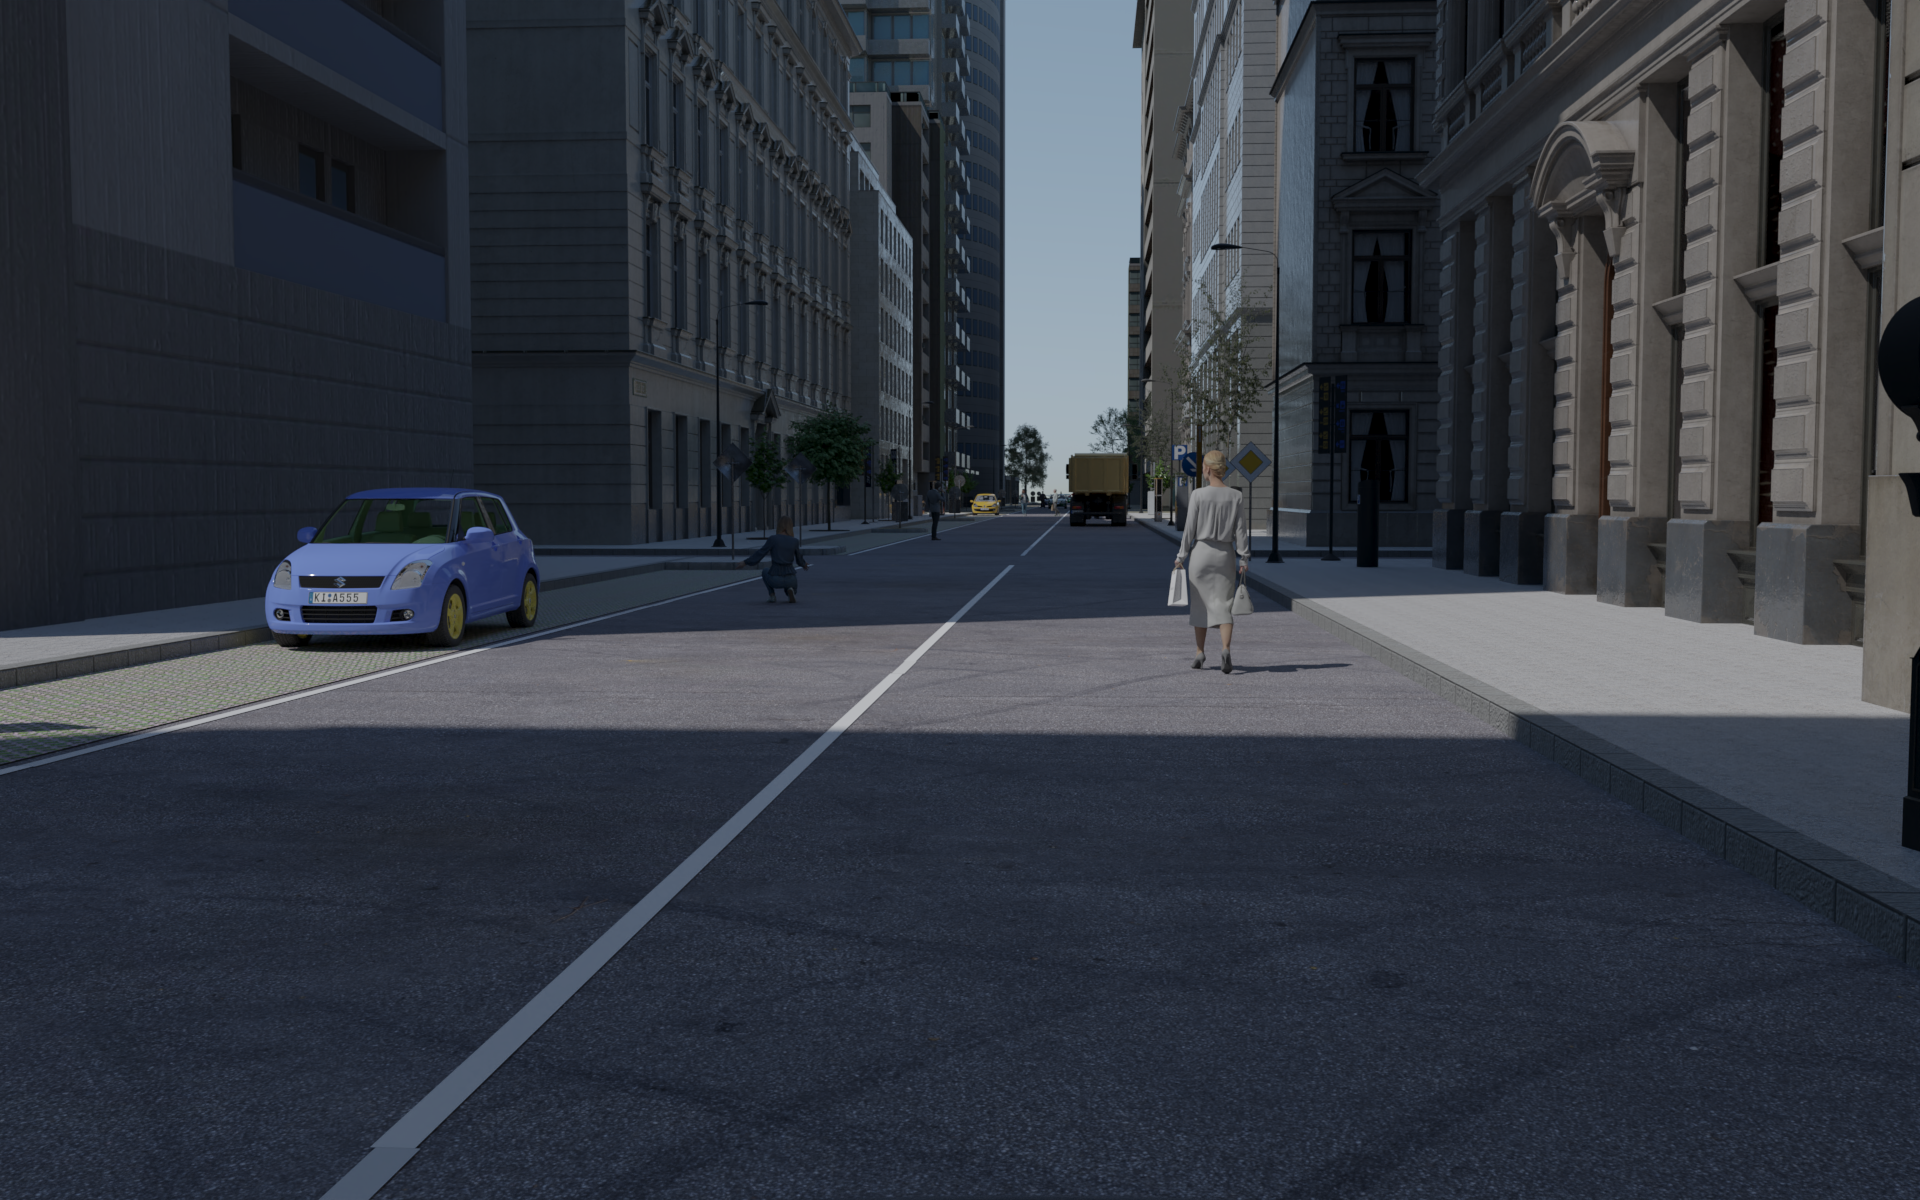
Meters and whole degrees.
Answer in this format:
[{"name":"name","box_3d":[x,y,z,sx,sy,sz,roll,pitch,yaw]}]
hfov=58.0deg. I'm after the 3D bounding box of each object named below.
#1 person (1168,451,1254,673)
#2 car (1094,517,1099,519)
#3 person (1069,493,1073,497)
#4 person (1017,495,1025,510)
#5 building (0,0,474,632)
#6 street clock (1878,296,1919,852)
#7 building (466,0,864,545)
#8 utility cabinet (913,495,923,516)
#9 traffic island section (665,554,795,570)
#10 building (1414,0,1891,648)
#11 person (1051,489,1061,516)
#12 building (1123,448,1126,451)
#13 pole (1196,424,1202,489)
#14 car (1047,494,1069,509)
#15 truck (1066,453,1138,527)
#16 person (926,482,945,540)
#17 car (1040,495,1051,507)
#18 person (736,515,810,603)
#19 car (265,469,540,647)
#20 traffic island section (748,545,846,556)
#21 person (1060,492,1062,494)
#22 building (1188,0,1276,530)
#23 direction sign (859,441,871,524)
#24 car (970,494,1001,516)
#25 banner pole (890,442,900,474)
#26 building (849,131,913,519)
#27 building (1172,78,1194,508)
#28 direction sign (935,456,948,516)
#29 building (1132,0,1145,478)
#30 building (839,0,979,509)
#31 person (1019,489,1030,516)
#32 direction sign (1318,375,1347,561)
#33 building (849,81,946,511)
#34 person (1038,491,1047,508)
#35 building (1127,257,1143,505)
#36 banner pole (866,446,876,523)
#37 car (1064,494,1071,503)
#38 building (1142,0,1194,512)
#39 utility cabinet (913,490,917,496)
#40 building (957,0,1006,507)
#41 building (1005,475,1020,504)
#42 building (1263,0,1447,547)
[{"name":"person","box_3d":[2.014,-0.311,13.933,0.694,1.780,0.624,1,4,11]},{"name":"car","box_3d":[8.693,-5.547,100.917,2.015,1.641,3.980,0,4,2]},{"name":"person","box_3d":[13.377,-11.964,204.066,1.348,1.831,0.705,1,4,22]},{"name":"person","box_3d":[5.680,-9.023,156.731,1.217,1.736,0.721,0,4,-1]},{"name":"building","box_3d":[-22.400,-29.464,23.740,28.212,58.520,21.231,0,4,4]},{"name":"street clock","box_3d":[3.531,-0.098,6.165,0.471,2.002,0.358,0,4,-7]},{"name":"building","box_3d":[-14.528,-17.617,64.455,17.030,29.872,44.131,0,4,4]},{"name":"utility cabinet","box_3d":[-2.474,-5.517,101.364,0.306,1.237,1.020,-1,4,-16]},{"name":"traffic island section","box_3d":[-4.455,-0.707,33.844,2.009,0.180,2.903,0,4,4]},{"name":"building","box_3d":[12.423,-11.707,20.292,11.050,23.489,19.941,0,4,4]},{"name":"person","box_3d":[6.231,-6.332,112.515,0.515,1.767,0.782,-1,4,-8]},{"name":"building","box_3d":[33.620,-56.249,232.349,22.319,86.520,31.000,0,4,4]},{"name":"pole","box_3d":[6.999,-3.479,50.719,0.158,3.312,0.155,0,3,0]},{"name":"car","box_3d":[9.557,-9.639,169.389,2.131,1.459,4.920,0,4,4]},{"name":"truck","box_3d":[6.483,-5.155,80.209,3.469,3.379,9.791,0,4,6]},{"name":"person","box_3d":[-0.754,-2.754,53.711,0.473,1.802,0.592,-2,4,-29]},{"name":"car","box_3d":[9.814,-10.897,190.738,1.945,1.354,3.894,0,4,3]},{"name":"person","box_3d":[-2.465,-0.549,22.968,1.012,1.151,0.738,-1,4,-11]},{"name":"car","box_3d":[-5.472,-0.469,17.260,1.945,1.707,3.694,0,4,3]},{"name":"traffic island section","box_3d":[-3.869,-1.194,41.808,2.009,0.180,2.903,0,4,4]},{"name":"person","box_3d":[14.400,-14.592,247.167,1.348,1.812,0.705,-2,4,-31]},{"name":"building","box_3d":[16.475,-18.239,75.701,11.434,29.767,29.804,0,4,4]},{"name":"direction sign","box_3d":[-4.034,-4.990,73.576,0.379,3.537,0.876,2,4,33]},{"name":"car","box_3d":[1.722,-6.409,115.008,2.015,1.641,3.980,0,4,3]},{"name":"banner pole","box_3d":[-3.114,-5.758,84.156,0.401,3.779,0.863,-3,5,-44]},{"name":"building","box_3d":[-8.629,-14.736,95.678,10.420,20.320,16.860,0,4,4]},{"name":"building","box_3d":[19.977,-19.288,102.752,14.401,28.519,23.554,0,4,4]},{"name":"direction sign","box_3d":[-1.112,-6.830,103.665,0.876,3.537,0.379,-2,4,-27]},{"name":"building","box_3d":[32.050,-35.827,175.002,28.713,52.752,27.495,0,4,4]},{"name":"building","box_3d":[-10.791,-32.283,147.435,23.786,49.044,30.456,0,4,4]},{"name":"person","box_3d":[4.202,-6.413,113.702,0.623,1.781,0.721,-1,4,-22]},{"name":"direction sign","box_3d":[7.155,-2.527,33.318,0.379,3.537,0.876,-2,4,-23]},{"name":"building","box_3d":[-8.606,-21.617,125.143,14.160,30.474,14.107,0,4,4]},{"name":"person","box_3d":[8.409,-10.203,175.867,0.990,1.755,0.434,1,4,23]},{"name":"building","box_3d":[27.464,-26.906,211.607,14.160,30.474,14.107,0,4,4]},{"name":"banner pole","box_3d":[-4.060,-5.402,78.331,0.401,3.779,0.863,-3,4,-38]},{"name":"car","box_3d":[14.193,-13.667,232.252,1.959,1.807,4.718,0,4,5]},{"name":"building","box_3d":[25.431,-31.304,135.516,21.300,48.544,21.600,0,4,4]},{"name":"utility cabinet","box_3d":[-3.188,-5.917,105.422,1.173,1.500,0.318,-1,4,-10]},{"name":"building","box_3d":[-6.544,-38.804,176.441,21.231,58.520,28.212,0,4,4]},{"name":"building","box_3d":[-1.533,-50.018,256.040,20.563,71.187,20.611,0,4,4]},{"name":"building","box_3d":[17.811,-11.067,45.572,19.286,19.102,10.561,0,4,4]}]
